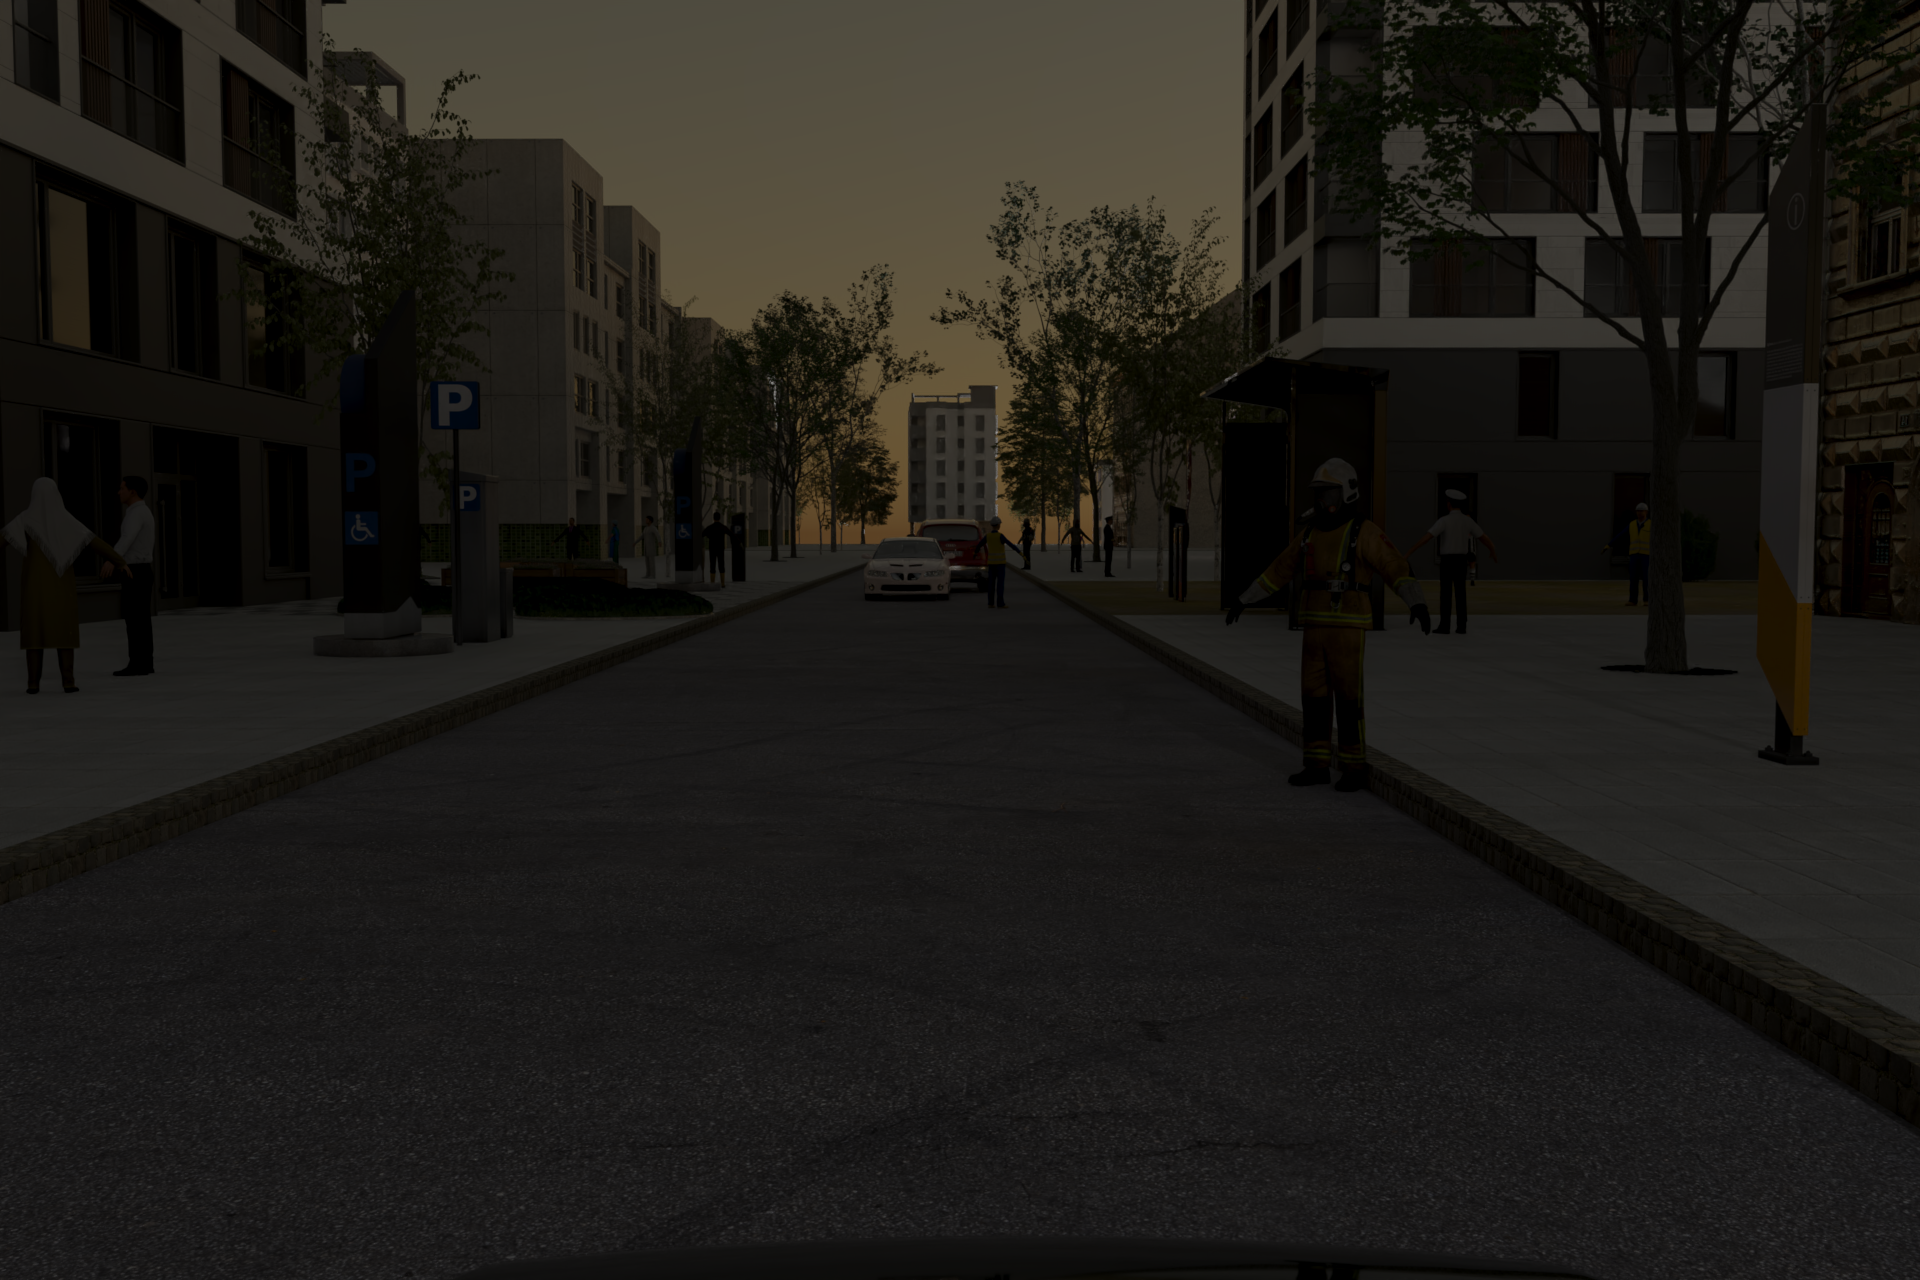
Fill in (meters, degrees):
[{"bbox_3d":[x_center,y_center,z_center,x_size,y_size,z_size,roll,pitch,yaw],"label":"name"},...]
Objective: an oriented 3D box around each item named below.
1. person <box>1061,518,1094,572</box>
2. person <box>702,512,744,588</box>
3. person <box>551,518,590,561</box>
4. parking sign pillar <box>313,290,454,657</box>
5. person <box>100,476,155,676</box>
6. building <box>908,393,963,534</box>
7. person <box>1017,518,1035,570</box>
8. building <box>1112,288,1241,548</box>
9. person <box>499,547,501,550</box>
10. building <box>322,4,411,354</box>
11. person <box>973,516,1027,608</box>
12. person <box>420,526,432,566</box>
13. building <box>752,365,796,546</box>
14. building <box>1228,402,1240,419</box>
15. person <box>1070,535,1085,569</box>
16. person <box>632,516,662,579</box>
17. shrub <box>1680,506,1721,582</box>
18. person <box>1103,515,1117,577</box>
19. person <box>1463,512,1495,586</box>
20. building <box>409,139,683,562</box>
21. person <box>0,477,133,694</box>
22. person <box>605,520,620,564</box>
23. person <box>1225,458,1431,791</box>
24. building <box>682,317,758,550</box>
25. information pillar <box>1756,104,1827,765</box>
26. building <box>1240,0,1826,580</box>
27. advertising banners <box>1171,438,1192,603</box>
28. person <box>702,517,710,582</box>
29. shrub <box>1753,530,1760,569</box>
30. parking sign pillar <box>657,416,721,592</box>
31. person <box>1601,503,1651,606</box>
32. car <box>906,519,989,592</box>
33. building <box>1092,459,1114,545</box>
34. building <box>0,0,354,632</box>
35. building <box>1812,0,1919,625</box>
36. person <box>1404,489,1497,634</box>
[{"bbox_3d":[3.897,-3.173,58.010,1.348,1.813,0.705,-2,4,-32],"label":"person"},{"bbox_3d":[-5.812,-2.155,41.370,1.346,1.812,0.704,-1,4,-19],"label":"person"},{"bbox_3d":[-12.263,-2.965,54.701,1.346,1.802,0.704,1,4,16],"label":"person"},{"bbox_3d":[-6.217,-1.842,18.592,1.447,3.967,1.447,0,3,0],"label":"parking sign pillar"},{"bbox_3d":[-7.537,-0.589,15.788,0.704,1.810,1.344,-1,4,-12],"label":"person"},{"bbox_3d":[-6.330,-22.315,223.724,11.380,20.090,16.016,0,4,-5],"label":"building"},{"bbox_3d":[2.375,-3.452,62.222,0.705,1.856,1.354,-1,4,-16],"label":"person"},{"bbox_3d":[24.661,-20.379,164.123,19.493,23.208,18.063,0,4,-1],"label":"building"},{"bbox_3d":[-11.753,-2.213,42.035,1.347,1.847,0.705,2,4,25],"label":"person"},{"bbox_3d":[-27.542,-12.368,58.633,16.016,20.090,11.380,0,4,0],"label":"building"},{"bbox_3d":[0.746,-1.503,33.497,1.216,1.772,0.721,2,4,34],"label":"person"},{"bbox_3d":[-16.123,-2.752,51.186,0.705,1.806,1.347,2,4,33],"label":"person"},{"bbox_3d":[-28.513,-20.205,196.807,16.747,18.905,31.486,0,4,0],"label":"building"},{"bbox_3d":[21.216,-9.319,94.514,9.099,9.664,28.070,0,4,0],"label":"building"},{"bbox_3d":[4.326,-3.330,63.719,0.599,1.433,0.991,-2,4,-26],"label":"person"},{"bbox_3d":[-8.952,-2.670,49.843,1.347,1.806,0.705,3,5,44],"label":"person"},{"bbox_3d":[19.453,-2.563,46.318,1.690,2.028,1.600,0,3,0],"label":"shrub"},{"bbox_3d":[4.466,-2.797,51.658,0.705,1.837,1.347,0,4,-3],"label":"person"},{"bbox_3d":[12.581,-2.249,42.910,1.345,1.843,0.704,2,4,28],"label":"person"},{"bbox_3d":[-25.977,-13.891,93.584,16.747,18.905,31.486,0,4,0],"label":"building"},{"bbox_3d":[-7.371,-0.443,14.023,1.217,1.736,0.721,-1,4,-21],"label":"person"},{"bbox_3d":[-13.259,-3.686,66.385,0.704,1.817,1.347,1,4,9],"label":"person"},{"bbox_3d":[2.094,-0.094,9.764,0.705,1.858,1.354,-3,5,-43],"label":"person"},{"bbox_3d":[-28.646,-17.786,157.261,16.747,18.905,31.486,0,3,0],"label":"building"},{"bbox_3d":[4.670,-1.125,9.741,0.183,3.616,0.504,0,4,0],"label":"information pillar"},{"bbox_3d":[23.895,-13.434,63.627,27.936,21.610,32.646,0,3,0],"label":"building"},{"bbox_3d":[4.200,-2.239,32.792,0.090,3.025,2.074,0,4,-1],"label":"advertising banners"},{"bbox_3d":[-6.430,-2.231,42.755,0.705,1.796,1.348,2,4,35],"label":"person"},{"bbox_3d":[21.640,-2.520,45.249,1.661,2.075,1.752,0,3,0],"label":"shrub"},{"bbox_3d":[-6.131,-3.095,39.071,1.447,3.967,1.447,0,4,1],"label":"parking sign pillar"},{"bbox_3d":[12.128,-1.523,30.874,1.349,1.833,0.705,3,5,41],"label":"person"},{"bbox_3d":[-0.243,-2.166,44.091,2.281,1.827,5.304,0,4,0],"label":"car"},{"bbox_3d":[20.409,-15.456,194.848,9.099,9.664,28.070,0,3,0],"label":"building"},{"bbox_3d":[-26.332,-10.739,19.563,27.936,21.610,32.646,0,4,-1],"label":"building"},{"bbox_3d":[22.707,-11.426,17.746,19.493,23.208,18.063,0,4,0],"label":"building"},{"bbox_3d":[6.342,-1.010,22.307,1.343,1.855,0.704,-1,4,-13],"label":"person"}]
